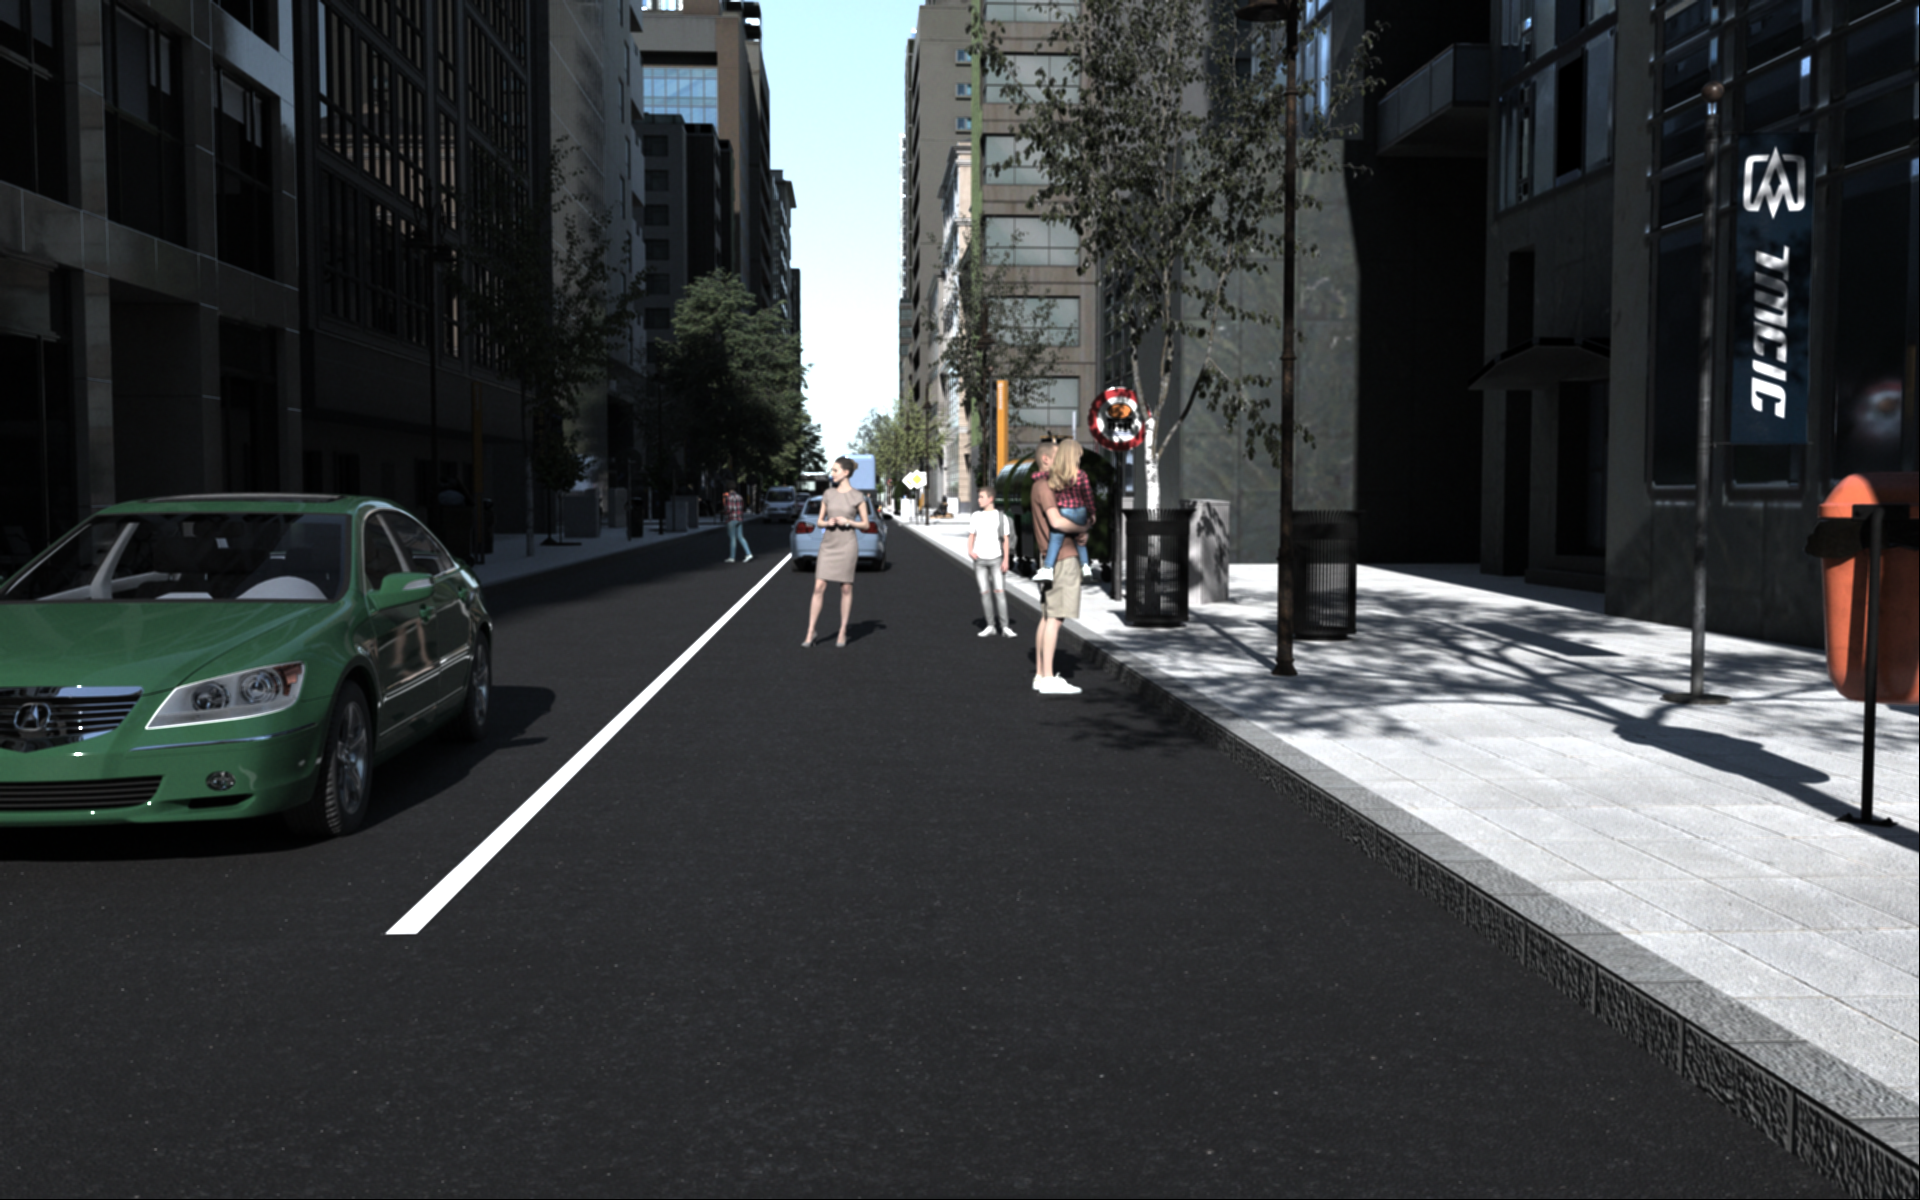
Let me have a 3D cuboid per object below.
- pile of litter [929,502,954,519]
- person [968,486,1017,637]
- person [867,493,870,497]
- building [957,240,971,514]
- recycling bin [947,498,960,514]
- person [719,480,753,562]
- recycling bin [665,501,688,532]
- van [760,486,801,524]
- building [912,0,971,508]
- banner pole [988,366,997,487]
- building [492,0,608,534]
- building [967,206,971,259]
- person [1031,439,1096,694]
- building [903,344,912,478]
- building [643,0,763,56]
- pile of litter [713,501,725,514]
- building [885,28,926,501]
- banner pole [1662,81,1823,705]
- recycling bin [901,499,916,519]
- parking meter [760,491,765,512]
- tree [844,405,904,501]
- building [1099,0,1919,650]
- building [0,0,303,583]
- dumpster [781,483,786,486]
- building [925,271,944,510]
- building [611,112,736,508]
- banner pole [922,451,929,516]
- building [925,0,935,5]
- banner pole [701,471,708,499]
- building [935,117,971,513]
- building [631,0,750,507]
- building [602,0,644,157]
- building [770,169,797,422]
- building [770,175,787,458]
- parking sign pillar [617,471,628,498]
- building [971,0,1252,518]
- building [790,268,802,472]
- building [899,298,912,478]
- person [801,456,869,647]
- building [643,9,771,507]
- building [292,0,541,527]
[{"bbox_3d":[-0.849,-4.722,91.165,1.719,0.858,1.176,1,4,20],"label":"pile of litter"},{"bbox_3d":[0.342,-0.389,17.460,0.503,1.515,0.523,-1,4,-10],"label":"person"},{"bbox_3d":[-5.255,-5.339,98.393,0.503,1.515,0.523,3,5,39],"label":"person"},{"bbox_3d":[5.654,-14.815,106.845,10.561,19.102,19.286,0,4,-4],"label":"building"},{"bbox_3d":[-0.418,-6.120,112.611,0.722,1.027,0.722,1,4,10],"label":"recycling bin"},{"bbox_3d":[-4.734,-1.662,36.514,0.643,1.720,0.563,2,4,28],"label":"person"},{"bbox_3d":[-9.615,-2.825,58.749,0.722,1.027,0.722,0,4,-6],"label":"recycling bin"},{"bbox_3d":[-8.835,-4.800,85.490,2.013,2.044,4.112,0,4,-3],"label":"van"},{"bbox_3d":[6.348,-33.256,167.438,21.300,48.544,21.600,0,4,-4],"label":"building"},{"bbox_3d":[0.653,-2.703,34.217,0.401,3.779,0.863,1,4,12],"label":"banner pole"},{"bbox_3d":[-23.271,-14.818,60.305,19.932,24.808,12.078,0,4,-4],"label":"building"},{"bbox_3d":[12.749,-15.142,89.367,24.055,21.916,13.314,0,4,-4],"label":"building"},{"bbox_3d":[0.716,-0.250,12.556,0.580,1.828,0.573,3,5,42],"label":"person"},{"bbox_3d":[7.187,-22.577,214.175,27.650,21.520,28.899,0,4,-4],"label":"building"},{"bbox_3d":[-32.949,-54.485,203.497,22.319,86.520,31.000,0,4,-4],"label":"building"},{"bbox_3d":[-15.157,-5.854,109.685,1.719,0.858,1.176,0,4,6],"label":"pile of litter"},{"bbox_3d":[-1.557,-60.228,297.406,22.319,86.520,31.000,0,4,-4],"label":"building"},{"bbox_3d":[4.795,-1.259,10.606,0.863,3.779,0.401,0,4,2],"label":"banner pole"},{"bbox_3d":[-2.686,-4.758,90.349,0.722,1.027,0.722,0,4,6],"label":"recycling bin"},{"bbox_3d":[-14.214,-7.121,124.836,0.372,1.533,0.369,0,3,0],"label":"parking meter"},{"bbox_3d":[-11.174,-20.084,238.736,12.009,13.543,11.850,0,3,0],"label":"tree"},{"bbox_3d":[15.461,-43.553,24.772,22.319,86.520,31.000,0,4,-4],"label":"building"},{"bbox_3d":[-19.522,-12.611,10.705,19.350,26.468,34.151,0,4,-4],"label":"building"},{"bbox_3d":[-15.108,-8.737,145.339,1.502,2.255,1.985,0,4,-3],"label":"dumpster"},{"bbox_3d":[2.297,-18.124,145.476,9.793,20.994,18.267,0,4,-4],"label":"building"},{"bbox_3d":[-24.986,-22.210,134.831,14.160,30.474,14.107,0,4,-4],"label":"building"},{"bbox_3d":[-2.002,-6.833,101.732,0.401,3.779,0.863,2,4,27],"label":"banner pole"},{"bbox_3d":[4.664,-45.841,187.749,20.563,71.187,20.611,0,4,-4],"label":"building"},{"bbox_3d":[-16.491,-7.453,111.870,0.401,3.779,0.863,2,4,28],"label":"banner pole"},{"bbox_3d":[5.446,-20.816,126.241,13.634,28.700,20.117,0,4,-4],"label":"building"},{"bbox_3d":[-26.831,-31.216,160.493,14.600,45.320,14.200,0,4,-4],"label":"building"},{"bbox_3d":[-32.508,-31.047,96.858,28.713,52.752,27.495,0,4,-4],"label":"building"},{"bbox_3d":[-41.294,-42.424,282.871,28.713,52.752,27.495,0,4,-4],"label":"building"},{"bbox_3d":[-36.902,-38.810,254.152,23.786,49.044,30.456,0,4,-4],"label":"building"},{"bbox_3d":[-23.514,-8.000,119.270,1.447,3.967,1.447,0,4,6],"label":"parking sign pillar"},{"bbox_3d":[7.286,-23.088,61.083,14.154,41.232,14.086,0,4,-4],"label":"building"},{"bbox_3d":[-35.168,-37.985,304.651,14.154,41.232,14.086,0,4,-4],"label":"building"},{"bbox_3d":[-2.010,-29.573,255.220,14.160,30.474,14.107,0,4,-4],"label":"building"},{"bbox_3d":[-1.170,-0.451,16.214,0.599,1.781,0.374,1,4,14],"label":"person"},{"bbox_3d":[-30.659,-33.927,178.404,21.300,48.544,21.600,0,4,-4],"label":"building"},{"bbox_3d":[-18.959,-15.063,39.782,14.314,27.812,24.014,0,4,-4],"label":"building"}]
